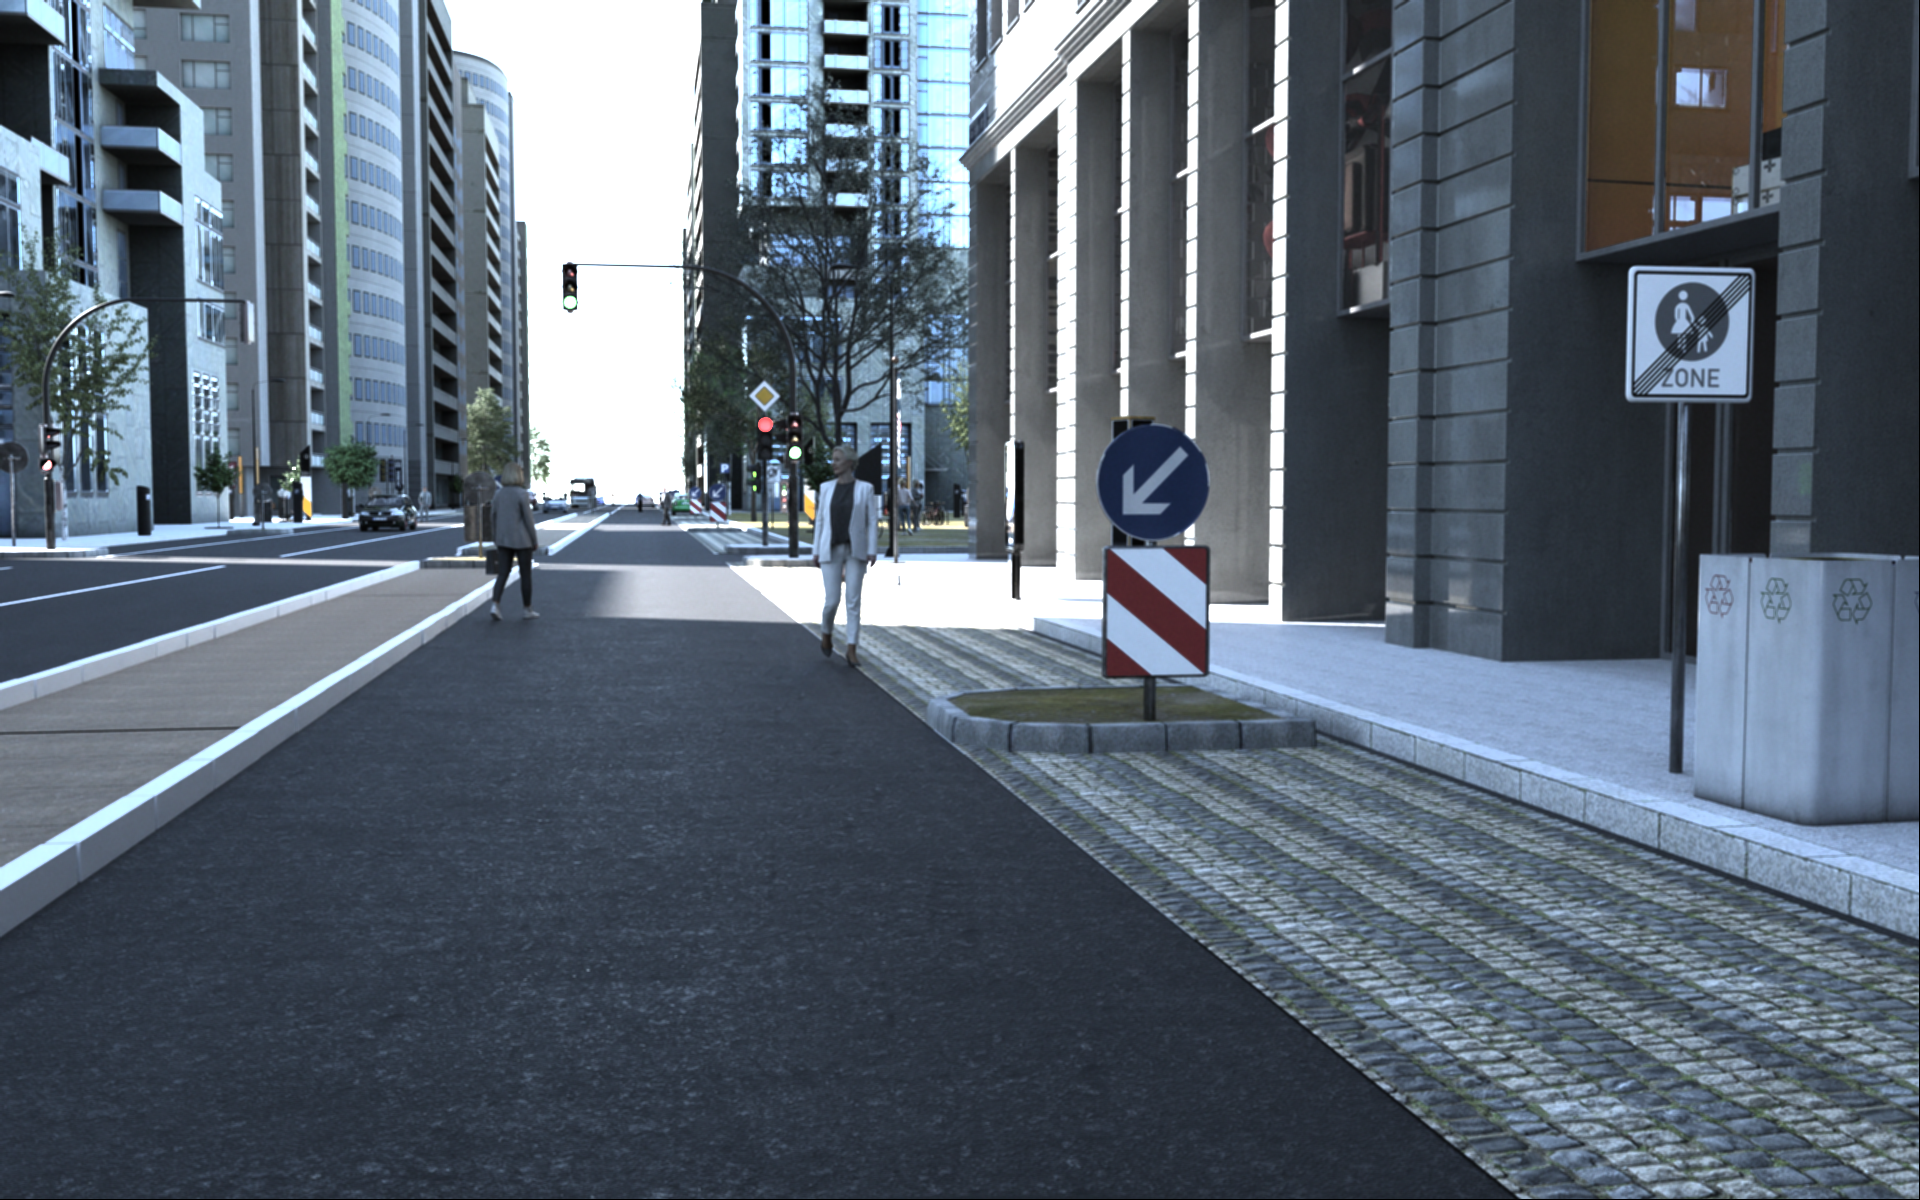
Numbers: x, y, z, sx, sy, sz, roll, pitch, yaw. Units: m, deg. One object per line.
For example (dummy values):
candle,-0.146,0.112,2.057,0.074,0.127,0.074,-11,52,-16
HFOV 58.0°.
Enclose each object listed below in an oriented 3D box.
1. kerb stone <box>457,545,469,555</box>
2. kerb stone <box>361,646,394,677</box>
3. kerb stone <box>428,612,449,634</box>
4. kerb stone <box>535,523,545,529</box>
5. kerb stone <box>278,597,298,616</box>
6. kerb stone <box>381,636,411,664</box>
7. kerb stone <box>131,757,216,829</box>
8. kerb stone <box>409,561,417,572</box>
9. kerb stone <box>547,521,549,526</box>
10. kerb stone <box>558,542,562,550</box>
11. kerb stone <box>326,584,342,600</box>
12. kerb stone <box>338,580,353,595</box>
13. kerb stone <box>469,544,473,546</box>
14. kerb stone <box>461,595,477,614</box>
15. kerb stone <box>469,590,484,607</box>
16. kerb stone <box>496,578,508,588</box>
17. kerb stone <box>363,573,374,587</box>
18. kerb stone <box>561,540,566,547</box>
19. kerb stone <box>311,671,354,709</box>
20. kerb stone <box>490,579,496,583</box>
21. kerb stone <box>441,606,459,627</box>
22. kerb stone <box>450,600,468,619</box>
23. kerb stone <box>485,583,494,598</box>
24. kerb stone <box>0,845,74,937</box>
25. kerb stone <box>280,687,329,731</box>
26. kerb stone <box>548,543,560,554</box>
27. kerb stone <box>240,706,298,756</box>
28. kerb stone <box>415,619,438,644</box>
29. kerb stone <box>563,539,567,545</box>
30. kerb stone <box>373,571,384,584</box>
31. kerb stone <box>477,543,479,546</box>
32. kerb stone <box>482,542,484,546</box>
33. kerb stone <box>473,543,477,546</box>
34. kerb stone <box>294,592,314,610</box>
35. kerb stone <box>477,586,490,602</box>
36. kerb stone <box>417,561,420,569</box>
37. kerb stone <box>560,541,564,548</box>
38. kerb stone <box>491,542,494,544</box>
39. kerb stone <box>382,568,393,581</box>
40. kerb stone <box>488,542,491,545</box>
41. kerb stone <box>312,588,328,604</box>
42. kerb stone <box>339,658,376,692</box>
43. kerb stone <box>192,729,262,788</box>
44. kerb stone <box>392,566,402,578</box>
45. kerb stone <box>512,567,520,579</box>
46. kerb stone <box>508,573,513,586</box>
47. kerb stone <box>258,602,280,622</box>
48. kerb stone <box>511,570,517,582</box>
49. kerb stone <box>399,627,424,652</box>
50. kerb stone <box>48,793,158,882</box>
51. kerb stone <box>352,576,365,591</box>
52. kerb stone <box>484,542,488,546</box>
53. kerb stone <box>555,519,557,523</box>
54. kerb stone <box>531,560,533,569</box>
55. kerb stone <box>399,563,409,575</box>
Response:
kerb stone,-11.891,-1.171,41.334,0.120,0.150,1.000,-1,4,-10
kerb stone,-4.698,0.507,13.911,0.120,0.150,1.000,-1,4,-10
kerb stone,-5.442,0.260,17.939,0.120,0.150,1.000,-1,4,-10
kerb stone,-17.842,-3.142,73.575,0.120,0.150,1.000,-1,4,-10
kerb stone,-8.069,0.097,20.611,0.120,0.150,1.000,-1,4,-10
kerb stone,-4.885,0.445,14.919,0.120,0.150,1.000,-1,4,-10
kerb stone,-3.579,0.878,7.875,0.120,0.150,1.000,-1,4,-10
kerb stone,-10.116,-0.579,31.690,0.120,0.150,1.000,-1,4,-10
kerb stone,-18.395,-3.328,76.607,0.120,0.150,1.000,-1,4,-10
kerb stone,-10.185,-1.313,43.671,0.120,0.150,1.000,-1,4,-10
kerb stone,-8.622,-0.089,23.643,0.120,0.150,1.000,-1,4,-10
kerb stone,-8.816,-0.150,24.649,0.120,0.150,1.000,-1,4,-10
kerb stone,-12.077,-1.232,42.341,0.120,0.150,1.000,-1,4,-10
kerb stone,-5.988,0.077,20.963,0.120,0.150,1.000,-1,4,-10
kerb stone,-6.181,0.014,21.971,0.120,0.150,1.000,-1,4,-10
kerb stone,-6.925,-0.233,26.005,0.120,0.150,1.000,-1,4,-10
kerb stone,-9.193,-0.271,26.659,0.120,0.150,1.000,-1,4,-10
kerb stone,-10.555,-1.435,45.696,0.120,0.150,1.000,-1,4,-10
kerb stone,-4.329,0.630,11.899,0.120,0.150,1.000,-1,4,-10
kerb stone,-6.738,-0.172,25.000,0.120,0.150,1.000,-1,4,-10
kerb stone,-5.620,0.203,18.946,0.120,0.150,1.000,-1,4,-10
kerb stone,-5.814,0.137,19.949,0.120,0.150,1.000,-1,4,-10
kerb stone,-6.549,-0.106,23.990,0.120,0.150,1.000,-1,4,-10
kerb stone,-3.213,0.999,5.862,0.120,0.150,1.000,-1,4,-10
kerb stone,-4.136,0.691,10.891,0.120,0.150,1.000,-1,4,-10
kerb stone,-10.001,-1.251,42.665,0.120,0.150,1.000,-1,4,-10
kerb stone,-3.955,0.754,9.885,0.120,0.150,1.000,-1,4,-10
kerb stone,-5.248,0.322,16.931,0.120,0.150,1.000,-1,4,-10
kerb stone,-10.748,-1.494,46.701,0.120,0.150,1.000,-1,4,-10
kerb stone,-9.377,-0.334,27.664,0.120,0.150,1.000,-1,4,-10
kerb stone,-12.450,-1.355,44.351,0.120,0.150,1.000,-1,4,-10
kerb stone,-12.634,-1.417,45.356,0.120,0.150,1.000,-1,4,-10
kerb stone,-12.261,-1.293,43.347,0.120,0.150,1.000,-1,4,-10
kerb stone,-8.260,0.035,21.623,0.120,0.150,1.000,-1,4,-10
kerb stone,-6.374,-0.048,22.982,0.120,0.150,1.000,-1,4,-10
kerb stone,-10.303,-0.638,32.695,0.120,0.150,1.000,-1,4,-10
kerb stone,-10.366,-1.371,44.683,0.120,0.150,1.000,-1,4,-10
kerb stone,-13.191,-1.601,48.371,0.120,0.150,1.000,-1,4,-10
kerb stone,-9.561,-0.395,28.672,0.120,0.150,1.000,-1,4,-10
kerb stone,-13.004,-1.539,47.367,0.120,0.150,1.000,-1,4,-10
kerb stone,-8.444,-0.027,22.637,0.120,0.150,1.000,-1,4,-10
kerb stone,-4.514,0.572,12.905,0.120,0.150,1.000,-1,4,-10
kerb stone,-3.764,0.816,8.881,0.120,0.150,1.000,-1,4,-10
kerb stone,-9.745,-0.452,29.678,0.120,0.150,1.000,-1,4,-10
kerb stone,-7.485,-0.418,29.030,0.120,0.150,1.000,-1,4,-10
kerb stone,-7.111,-0.294,27.012,0.120,0.150,1.000,-1,4,-10
kerb stone,-7.890,0.161,19.600,0.120,0.150,1.000,-1,4,-10
kerb stone,-7.305,-0.355,28.023,0.120,0.150,1.000,-1,4,-10
kerb stone,-5.076,0.388,15.924,0.120,0.150,1.000,-1,4,-10
kerb stone,-3.394,0.938,6.868,0.120,0.150,1.000,-1,4,-10
kerb stone,-9.000,-0.212,25.655,0.120,0.150,1.000,-1,4,-10
kerb stone,-12.816,-1.478,46.362,0.120,0.150,1.000,-1,4,-10
kerb stone,-19.695,-3.753,83.646,0.120,0.150,1.000,-1,4,-10
kerb stone,-8.046,-0.600,32.061,0.120,0.150,1.000,-1,4,-10
kerb stone,-9.932,-0.519,30.683,0.120,0.150,1.000,-1,4,-10
